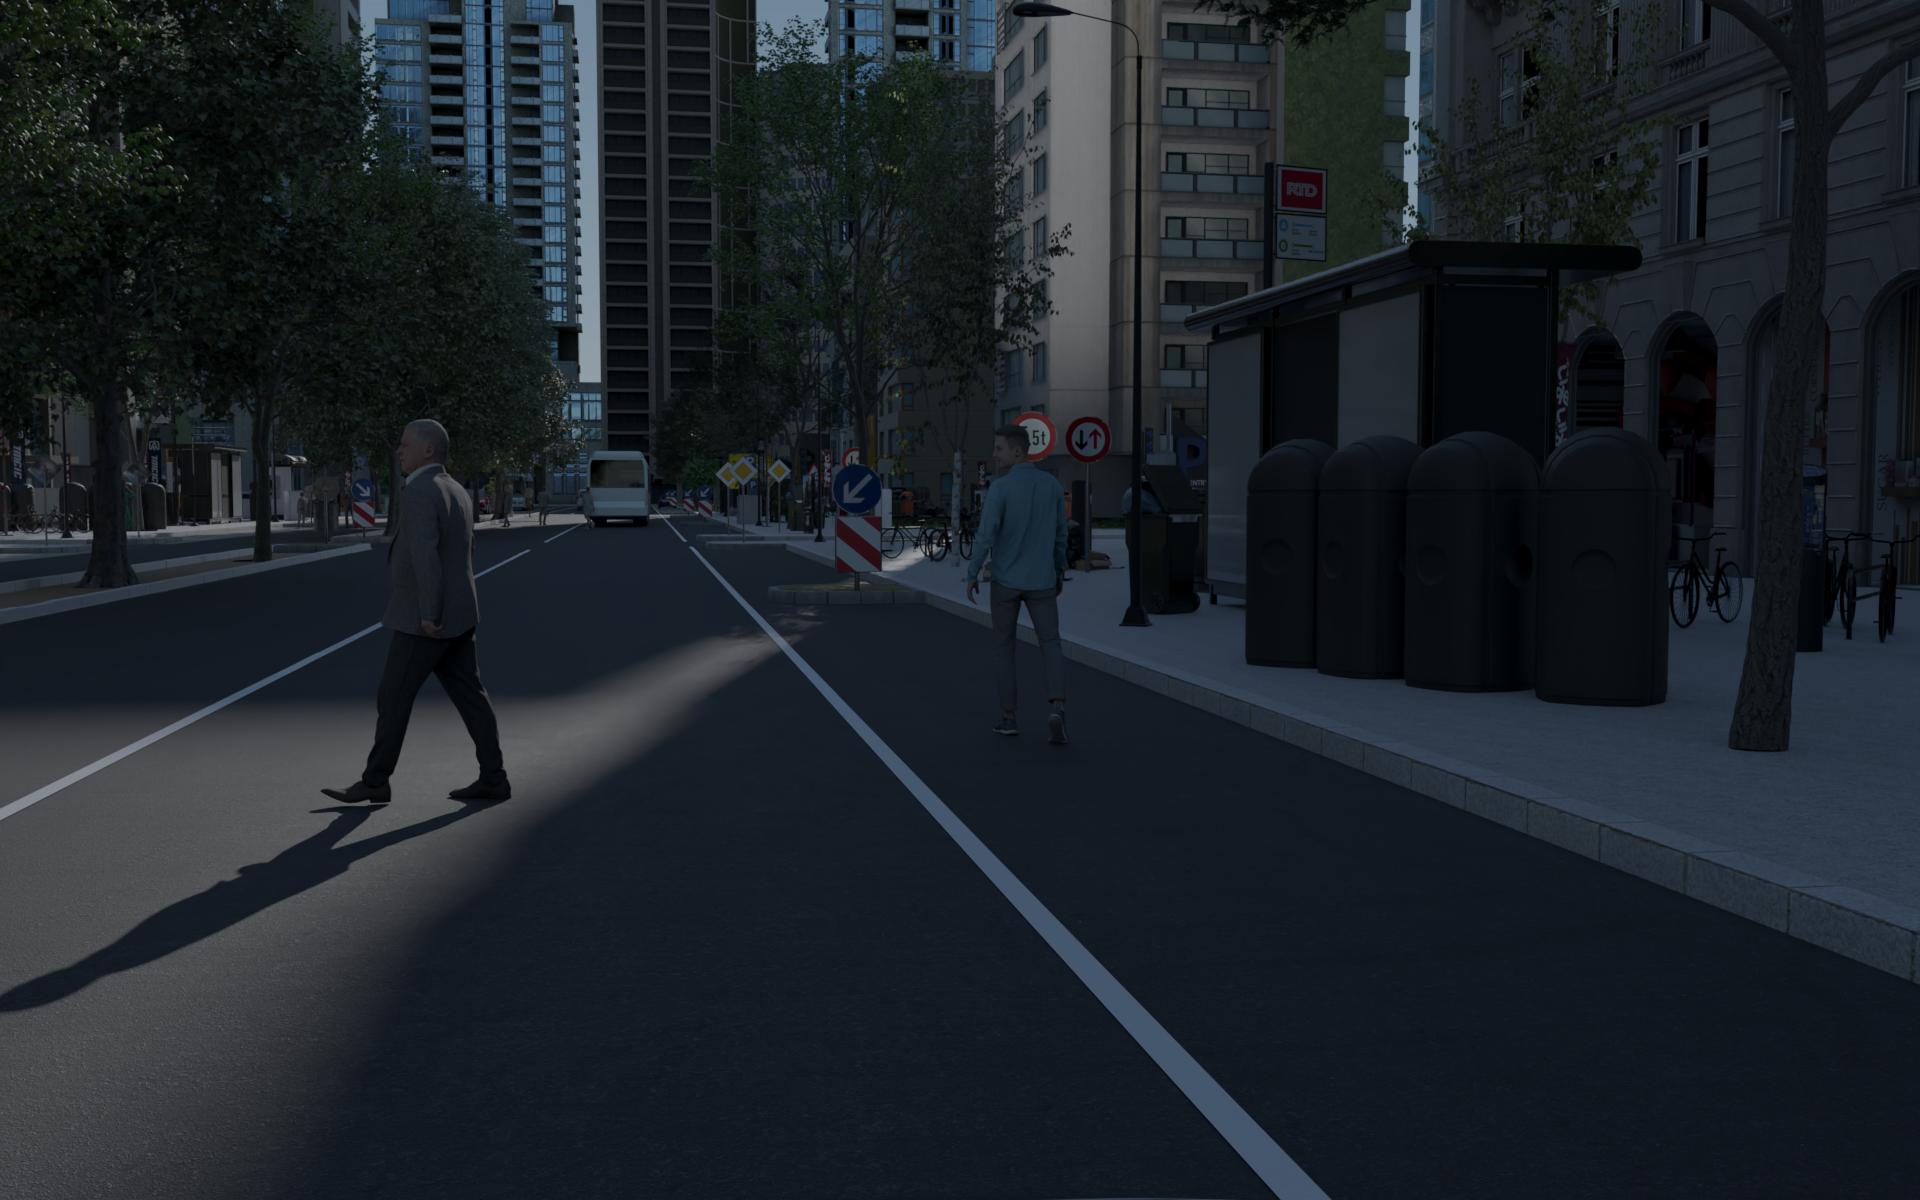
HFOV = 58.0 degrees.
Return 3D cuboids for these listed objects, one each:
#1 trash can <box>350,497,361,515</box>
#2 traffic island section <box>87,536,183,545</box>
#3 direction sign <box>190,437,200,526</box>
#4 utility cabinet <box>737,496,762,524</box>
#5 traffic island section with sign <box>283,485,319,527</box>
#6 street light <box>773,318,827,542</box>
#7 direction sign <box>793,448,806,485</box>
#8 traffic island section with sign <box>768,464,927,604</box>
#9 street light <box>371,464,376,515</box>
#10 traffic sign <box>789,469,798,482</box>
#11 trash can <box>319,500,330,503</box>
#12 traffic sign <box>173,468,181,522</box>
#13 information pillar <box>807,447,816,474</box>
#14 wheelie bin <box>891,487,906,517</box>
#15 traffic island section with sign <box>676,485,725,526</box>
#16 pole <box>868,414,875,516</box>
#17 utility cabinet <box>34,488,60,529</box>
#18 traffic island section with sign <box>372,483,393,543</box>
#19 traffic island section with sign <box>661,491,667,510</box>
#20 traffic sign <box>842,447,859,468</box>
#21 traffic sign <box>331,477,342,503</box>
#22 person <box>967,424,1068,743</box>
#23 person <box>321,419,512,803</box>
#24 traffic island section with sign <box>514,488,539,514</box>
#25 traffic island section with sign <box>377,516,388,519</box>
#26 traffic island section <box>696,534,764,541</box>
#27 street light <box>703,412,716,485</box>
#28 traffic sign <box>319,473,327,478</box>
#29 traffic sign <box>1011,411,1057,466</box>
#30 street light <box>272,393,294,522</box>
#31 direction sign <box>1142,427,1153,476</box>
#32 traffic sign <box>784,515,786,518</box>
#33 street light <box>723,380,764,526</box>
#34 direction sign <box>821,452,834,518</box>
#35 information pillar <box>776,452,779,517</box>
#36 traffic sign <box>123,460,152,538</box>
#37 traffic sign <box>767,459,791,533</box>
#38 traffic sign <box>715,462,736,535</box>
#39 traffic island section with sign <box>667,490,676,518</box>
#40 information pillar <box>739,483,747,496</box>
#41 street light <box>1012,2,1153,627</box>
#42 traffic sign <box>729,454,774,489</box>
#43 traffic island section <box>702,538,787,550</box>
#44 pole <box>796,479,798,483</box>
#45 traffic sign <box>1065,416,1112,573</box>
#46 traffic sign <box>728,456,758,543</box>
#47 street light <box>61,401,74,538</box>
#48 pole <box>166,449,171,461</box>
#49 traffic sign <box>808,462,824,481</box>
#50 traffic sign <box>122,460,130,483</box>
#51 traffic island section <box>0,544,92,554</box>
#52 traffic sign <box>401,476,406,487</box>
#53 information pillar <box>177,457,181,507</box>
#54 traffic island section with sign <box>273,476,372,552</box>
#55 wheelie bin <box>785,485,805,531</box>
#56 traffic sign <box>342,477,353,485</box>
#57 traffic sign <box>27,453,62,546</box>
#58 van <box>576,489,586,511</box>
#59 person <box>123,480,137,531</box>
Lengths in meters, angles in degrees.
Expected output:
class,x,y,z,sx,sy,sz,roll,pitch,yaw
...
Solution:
class,x,y,z,sx,sy,sz,roll,pitch,yaw
trash can,-36.164,-5.624,103.613,0.748,1.137,0.748,0,3,0
traffic island section,-24.009,-1.732,50.598,2.009,0.180,2.903,-1,4,-10
direction sign,-30.424,-4.694,68.748,0.379,3.537,0.876,-1,4,-21
utility cabinet,-8.999,-3.842,73.981,1.020,1.237,0.306,-2,4,-25
traffic island section with sign,-28.256,-4.081,75.348,1.989,1.847,2.006,-1,4,-10
street light,-4.275,-4.491,45.969,1.470,5.913,1.316,-1,4,-10
direction sign,-7.931,-5.708,85.318,0.379,3.537,0.876,3,5,41
traffic island section with sign,-1.589,-0.911,23.517,1.989,1.847,2.006,-1,4,-10
street light,-35.895,-8.243,107.309,1.470,5.913,1.316,-1,4,-10
traffic sign,-8.570,-5.350,87.580,0.768,2.556,0.104,-1,4,-10
trash can,-36.071,-5.296,98.249,0.748,1.137,0.748,0,3,0
traffic sign,-34.577,-4.614,76.627,0.795,2.450,0.064,0,4,-1
information pillar,-7.471,-5.841,86.855,0.504,3.616,0.183,2,4,25
wheelie bin,-2.638,-4.091,74.799,0.980,1.594,0.693,1,4,10
traffic island section with sign,-11.601,-4.236,77.882,1.989,1.847,2.006,-1,4,-10
pole,-2.266,-3.084,44.266,0.158,3.312,0.155,0,3,0
utility cabinet,-33.184,-3.316,62.896,1.173,1.500,0.318,-1,4,-21
traffic island section with sign,-17.604,-2.648,51.424,2.006,1.907,1.989,-1,4,-10
traffic island section with sign,-25.692,-8.914,154.375,1.989,1.847,2.006,-1,4,-10
traffic sign,-2.833,-2.876,47.133,0.768,2.556,0.104,0,4,-3
traffic sign,-36.420,-6.059,101.188,0.606,2.300,0.079,0,4,-8
person,0.361,-0.108,10.132,0.638,1.841,0.748,-1,4,-12
person,-2.527,0.052,8.050,0.834,1.777,0.661,0,4,-5
traffic island section with sign,-31.224,-7.167,125.323,2.006,1.907,1.989,-1,4,-10
traffic island section with sign,-33.123,-5.702,101.861,1.989,1.847,2.006,-1,4,-10
traffic island section,-7.149,-1.921,53.687,2.009,0.180,2.903,-1,4,-10
street light,-13.812,-7.670,97.947,1.470,5.913,1.316,-1,4,-10
traffic sign,-37.931,-6.312,103.314,0.768,2.556,0.104,0,4,-2
traffic sign,1.113,-1.633,26.803,0.768,2.556,0.104,0,4,-1
street light,-30.606,-6.494,78.711,1.470,5.913,1.316,-1,4,-10
direction sign,6.212,-4.089,58.854,0.876,3.537,0.379,-2,4,-34
traffic sign,-9.564,-5.653,94.562,0.606,2.300,0.079,-1,4,-9
street light,-8.601,-5.920,69.335,1.470,5.913,1.316,-1,4,-10
direction sign,-7.282,-6.250,94.189,0.876,3.537,0.379,-1,4,-21
information pillar,-10.074,-6.368,95.479,0.183,3.616,0.504,-1,4,-17
traffic sign,-23.987,-2.868,50.540,0.795,2.450,0.064,-1,4,-10
traffic sign,-5.943,-3.410,56.939,0.795,2.450,0.064,0,4,-6
traffic sign,-7.171,-3.056,53.606,0.795,2.450,0.064,-1,4,-10
traffic island section with sign,-16.490,-5.857,104.391,1.989,1.847,2.006,-1,4,-10
information pillar,-10.164,-4.692,81.211,0.304,2.012,0.304,3,5,44
street light,1.181,-2.696,16.620,1.470,5.913,1.316,-1,4,-10
traffic sign,-10.527,-5.724,87.453,2.265,3.308,0.079,0,4,-5
traffic island section,-5.702,-1.441,45.833,2.009,0.180,2.903,-1,4,-10
pole,-8.217,-5.750,87.859,0.158,3.312,0.155,0,3,0
traffic sign,2.084,-1.723,28.272,0.768,2.556,0.104,0,4,-5
traffic sign,-5.724,-2.576,45.752,0.795,2.450,0.064,-1,4,-10
street light,-25.344,-4.744,50.108,1.470,5.913,1.316,-1,4,-10
pole,-34.657,-5.019,75.901,0.158,3.312,0.155,0,3,0
traffic sign,-5.934,-4.317,70.589,0.884,2.594,0.081,-1,4,-9
traffic sign,-31.873,-4.053,66.266,0.884,2.594,0.081,-1,4,-10
traffic island section,-22.562,-1.252,42.745,2.009,0.180,2.903,-1,4,-10
traffic sign,-39.462,-7.468,122.203,0.768,2.556,0.104,-1,4,-8
information pillar,-40.549,-6.058,90.410,0.504,3.616,0.183,-2,4,-29
traffic island section with sign,-16.271,-2.202,44.138,2.006,1.907,1.989,-1,4,-10
wheelie bin,-5.616,-3.199,60.212,0.980,1.594,0.693,-2,4,-27
traffic sign,-42.002,-7.254,118.710,0.768,2.556,0.104,0,4,-2
traffic sign,-22.540,-2.388,42.687,0.795,2.450,0.064,-1,4,-10
van,-32.392,-8.783,150.617,2.013,2.044,4.112,-1,4,-9
person,-19.641,-1.944,40.538,0.600,1.795,0.529,0,4,-4
